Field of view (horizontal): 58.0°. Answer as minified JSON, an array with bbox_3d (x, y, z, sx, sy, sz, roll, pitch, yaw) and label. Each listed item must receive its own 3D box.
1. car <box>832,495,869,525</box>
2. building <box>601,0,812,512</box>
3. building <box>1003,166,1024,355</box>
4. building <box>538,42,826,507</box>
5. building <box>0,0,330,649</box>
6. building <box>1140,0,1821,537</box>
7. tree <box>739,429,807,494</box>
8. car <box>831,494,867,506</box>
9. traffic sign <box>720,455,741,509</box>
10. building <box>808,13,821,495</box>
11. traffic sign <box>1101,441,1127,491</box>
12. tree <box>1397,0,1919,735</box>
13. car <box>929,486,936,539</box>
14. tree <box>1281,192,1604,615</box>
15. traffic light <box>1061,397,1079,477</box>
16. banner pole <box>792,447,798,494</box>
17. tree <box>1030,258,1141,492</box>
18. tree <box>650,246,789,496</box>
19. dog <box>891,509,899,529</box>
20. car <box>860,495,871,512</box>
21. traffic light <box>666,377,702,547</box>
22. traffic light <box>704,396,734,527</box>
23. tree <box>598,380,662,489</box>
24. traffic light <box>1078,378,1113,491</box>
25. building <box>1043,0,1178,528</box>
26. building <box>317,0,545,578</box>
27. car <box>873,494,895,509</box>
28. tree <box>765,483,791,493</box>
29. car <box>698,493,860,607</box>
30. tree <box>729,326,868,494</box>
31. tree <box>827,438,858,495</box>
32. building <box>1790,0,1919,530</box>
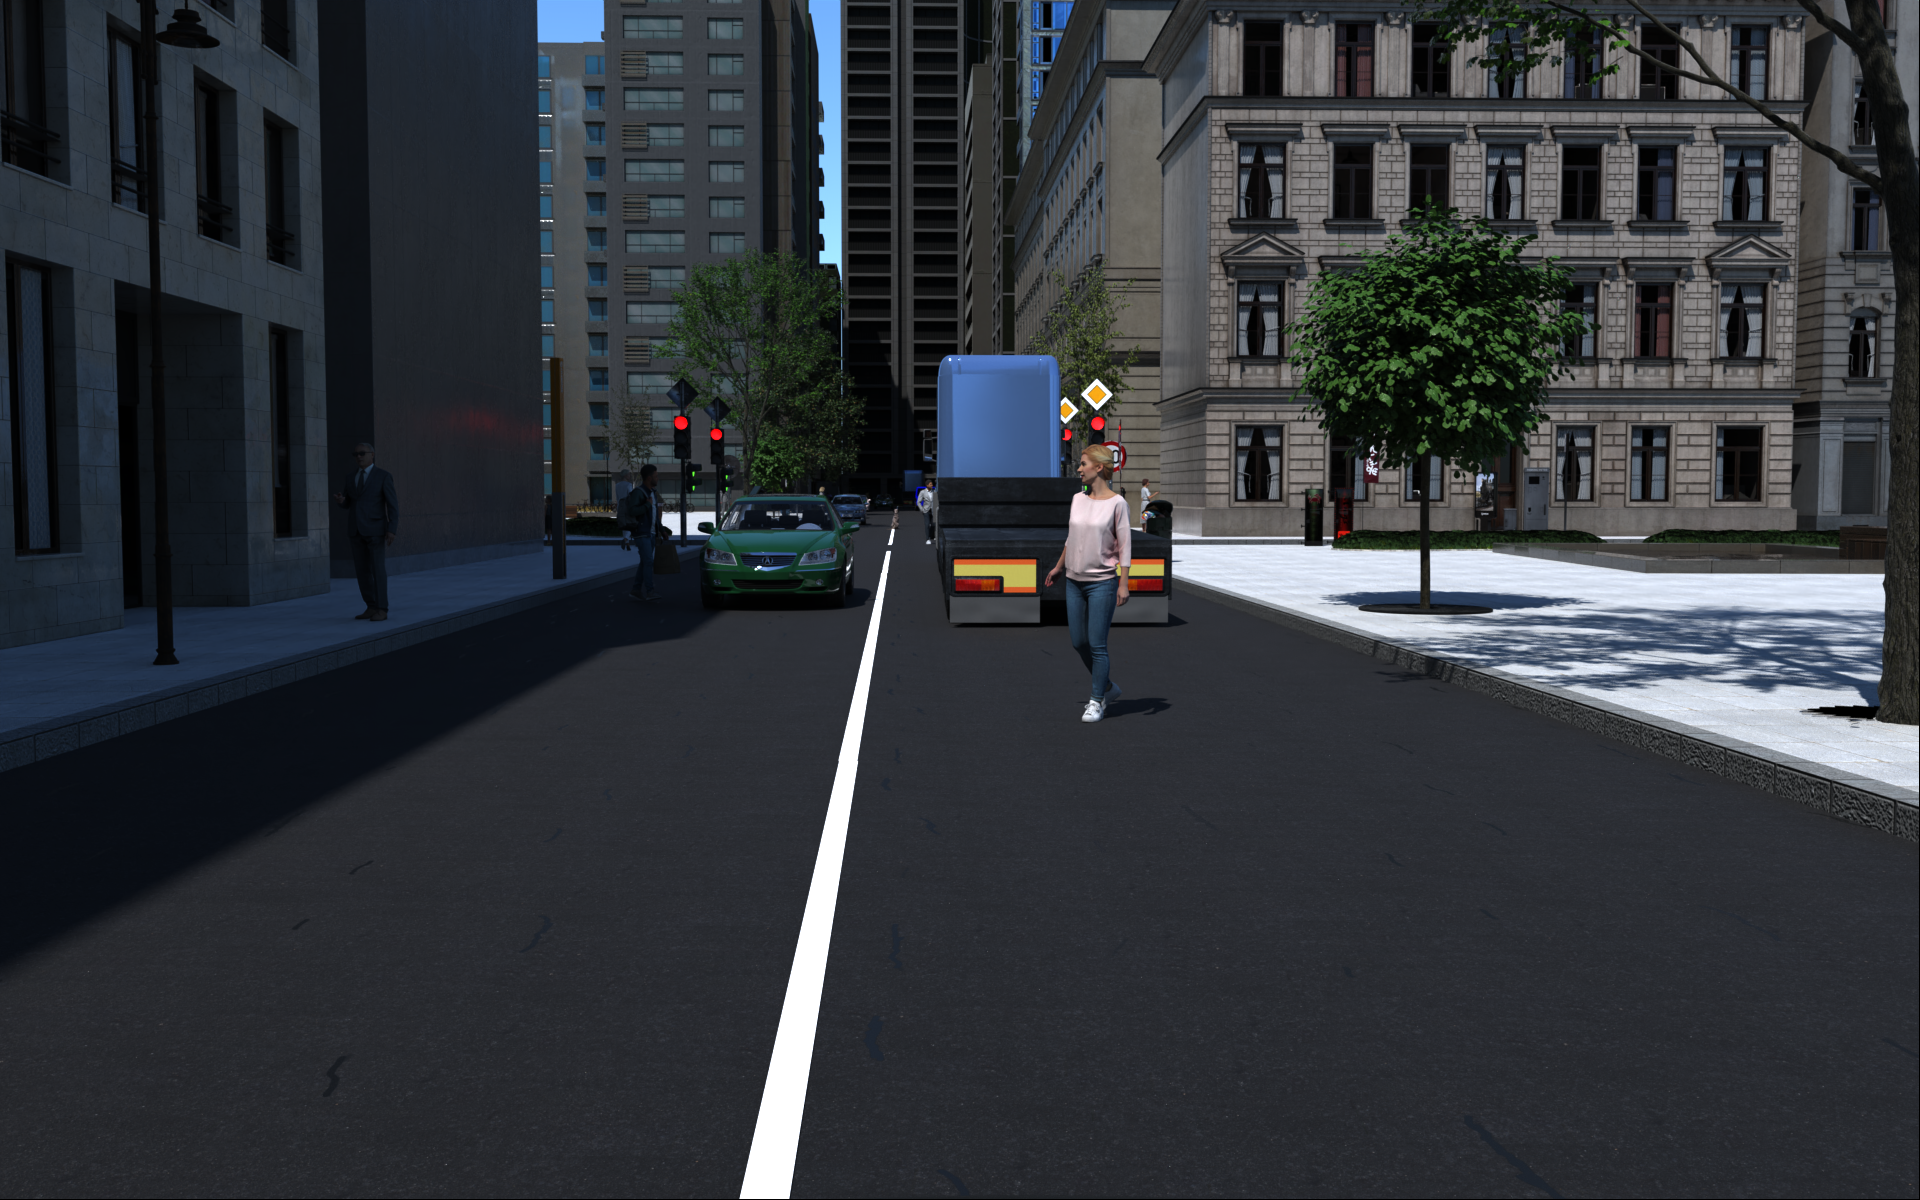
[{"bbox_3d":[-5.291,-4.253,81.533,2.014,1.417,4.499,0,4,-3],"label":"car"},{"bbox_3d":[-18.742,-27.372,131.120,14.154,41.232,14.086,0,4,-2],"label":"building"},{"bbox_3d":[11.614,-16.905,109.678,16.112,22.955,30.059,0,4,-2],"label":"building"},{"bbox_3d":[-29.908,-34.581,185.004,30.456,49.044,23.786,0,4,-2],"label":"building"},{"bbox_3d":[-13.088,-9.701,13.365,10.420,20.320,16.860,0,4,-2],"label":"building"},{"bbox_3d":[16.153,-11.727,56.371,19.286,19.102,10.561,0,4,-2],"label":"building"},{"bbox_3d":[-9.405,-6.319,87.024,4.285,4.588,4.351,0,3,0],"label":"tree"},{"bbox_3d":[-6.545,-5.573,102.919,2.131,1.459,4.920,0,4,-1],"label":"car"},{"bbox_3d":[-7.499,-3.430,56.190,0.768,2.556,0.104,0,4,2],"label":"traffic sign"},{"bbox_3d":[-20.190,-31.169,159.723,14.600,45.320,14.200,0,4,-2],"label":"building"},{"bbox_3d":[3.595,-2.520,41.313,0.768,2.556,0.104,0,4,1],"label":"traffic sign"},{"bbox_3d":[5.454,-5.127,9.576,9.928,11.665,9.643,0,3,0],"label":"tree"},{"bbox_3d":[-0.084,-2.925,56.493,2.281,1.827,5.304,0,4,-2],"label":"car"},{"bbox_3d":[5.211,-2.155,18.951,4.285,4.588,4.351,0,3,0],"label":"tree"},{"bbox_3d":[3.018,-3.741,50.080,0.839,4.253,0.868,0,4,-2],"label":"traffic light"},{"bbox_3d":[-8.700,-6.198,91.348,0.401,3.779,0.863,1,4,22],"label":"banner pole"},{"bbox_3d":[3.795,-6.390,54.845,4.737,8.622,4.395,0,3,0],"label":"tree"},{"bbox_3d":[-8.690,-8.912,71.468,9.928,11.665,9.643,0,3,0],"label":"tree"},{"bbox_3d":[-2.739,-3.285,70.551,0.800,0.831,0.513,-3,5,-40],"label":"dog"},{"bbox_3d":[-8.237,-7.810,140.049,2.083,1.381,4.827,0,4,-2],"label":"car"},{"bbox_3d":[-6.660,-3.231,41.740,0.839,4.253,0.868,0,4,-2],"label":"traffic light"},{"bbox_3d":[-6.936,-3.719,49.720,0.839,4.253,0.868,0,4,-2],"label":"traffic light"},{"bbox_3d":[-20.710,-9.745,109.701,4.360,8.622,3.978,0,3,0],"label":"tree"},{"bbox_3d":[3.295,-3.253,42.100,0.839,4.253,0.868,0,4,-2],"label":"traffic light"},{"bbox_3d":[12.211,-15.070,79.678,16.112,22.955,30.059,0,4,-2],"label":"building"},{"bbox_3d":[-24.007,-13.030,32.103,30.058,24.678,14.314,0,4,-2],"label":"building"},{"bbox_3d":[-7.195,-9.289,163.678,2.131,1.459,4.920,0,4,-2],"label":"car"},{"bbox_3d":[-10.313,-6.281,97.294,1.663,3.219,1.824,0,3,0],"label":"tree"},{"bbox_3d":[-2.397,-0.711,23.417,2.131,1.459,4.920,0,4,-1],"label":"car"},{"bbox_3d":[-10.851,-12.170,115.992,9.611,12.733,9.660,0,3,0],"label":"tree"},{"bbox_3d":[-12.122,-13.680,174.028,4.360,8.622,3.978,0,3,0],"label":"tree"},{"bbox_3d":[34.908,-12.727,57.241,18.267,20.994,9.793,0,4,-2],"label":"building"}]
